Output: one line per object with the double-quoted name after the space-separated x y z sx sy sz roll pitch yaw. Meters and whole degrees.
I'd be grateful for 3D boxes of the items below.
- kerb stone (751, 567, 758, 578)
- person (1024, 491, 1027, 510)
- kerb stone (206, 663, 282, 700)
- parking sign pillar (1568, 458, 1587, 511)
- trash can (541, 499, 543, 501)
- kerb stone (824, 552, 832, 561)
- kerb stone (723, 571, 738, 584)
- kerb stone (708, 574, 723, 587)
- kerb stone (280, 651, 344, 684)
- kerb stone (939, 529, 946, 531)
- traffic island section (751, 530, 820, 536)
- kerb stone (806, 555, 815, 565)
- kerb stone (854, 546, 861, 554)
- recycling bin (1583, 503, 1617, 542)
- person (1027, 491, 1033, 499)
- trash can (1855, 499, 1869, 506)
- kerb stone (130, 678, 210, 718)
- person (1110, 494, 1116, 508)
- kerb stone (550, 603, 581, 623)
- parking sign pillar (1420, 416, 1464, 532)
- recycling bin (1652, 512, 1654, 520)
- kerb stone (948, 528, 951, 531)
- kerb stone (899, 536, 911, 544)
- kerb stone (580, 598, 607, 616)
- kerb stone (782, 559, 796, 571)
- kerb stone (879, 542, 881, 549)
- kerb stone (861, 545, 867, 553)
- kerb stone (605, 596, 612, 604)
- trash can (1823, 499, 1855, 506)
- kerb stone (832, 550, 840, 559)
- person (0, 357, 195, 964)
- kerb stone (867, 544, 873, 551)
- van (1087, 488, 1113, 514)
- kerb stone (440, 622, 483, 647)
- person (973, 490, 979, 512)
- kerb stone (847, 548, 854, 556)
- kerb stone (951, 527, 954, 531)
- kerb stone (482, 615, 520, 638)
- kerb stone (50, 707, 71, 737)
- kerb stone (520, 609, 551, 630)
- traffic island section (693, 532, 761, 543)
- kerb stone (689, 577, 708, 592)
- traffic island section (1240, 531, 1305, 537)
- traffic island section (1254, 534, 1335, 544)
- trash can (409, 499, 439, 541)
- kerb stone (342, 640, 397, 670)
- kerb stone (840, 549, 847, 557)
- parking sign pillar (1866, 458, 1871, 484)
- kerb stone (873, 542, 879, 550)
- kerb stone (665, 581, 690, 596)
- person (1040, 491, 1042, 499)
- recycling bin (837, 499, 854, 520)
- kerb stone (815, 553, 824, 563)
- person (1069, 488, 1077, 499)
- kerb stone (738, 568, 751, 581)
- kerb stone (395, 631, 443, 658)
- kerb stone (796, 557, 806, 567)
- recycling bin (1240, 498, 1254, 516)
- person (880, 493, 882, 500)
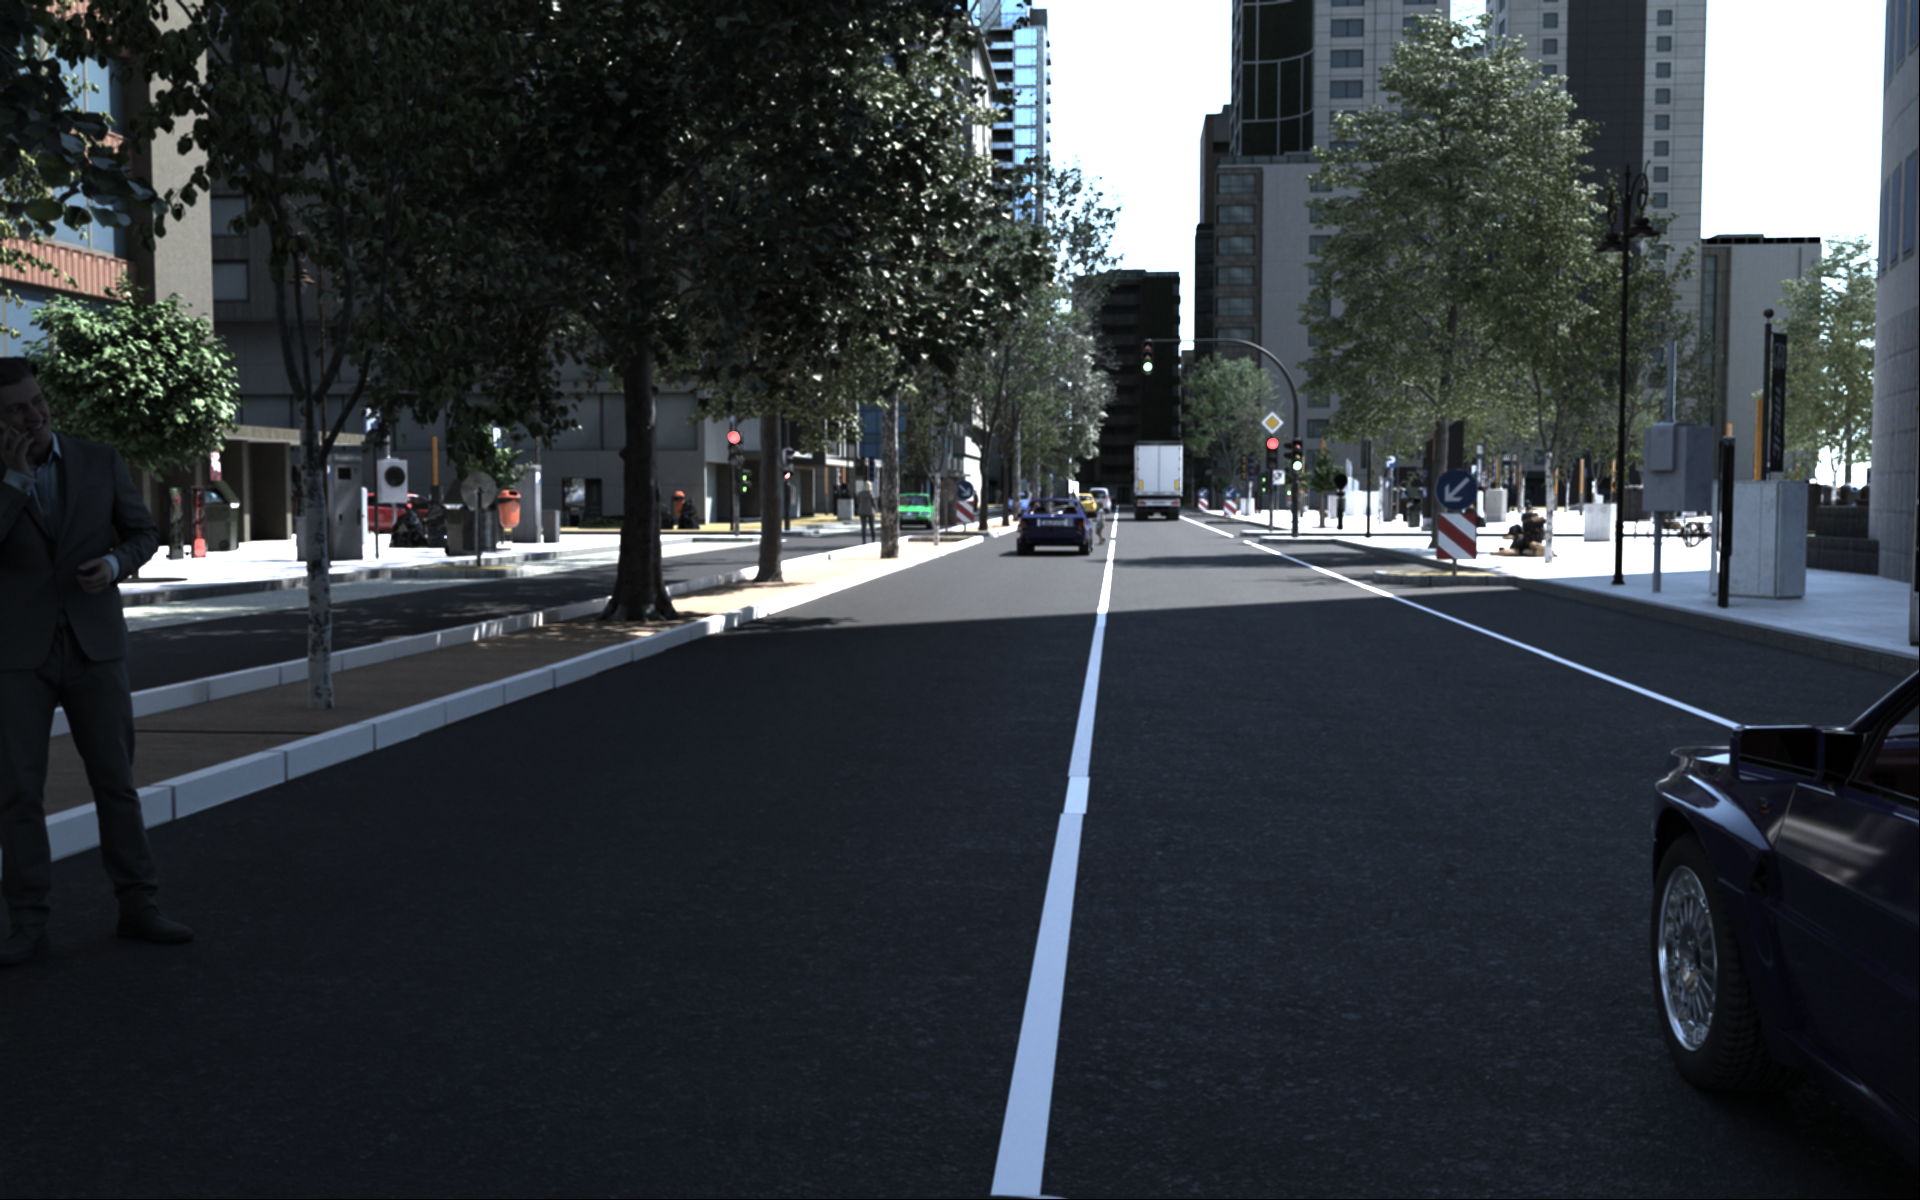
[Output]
-3.582 -0.465 29.797 0.120 0.150 1.000 0 4 5 "kerb stone"
5.822 -9.026 156.752 0.721 1.739 1.217 0 4 -2 "person"
-5.184 0.598 12.425 0.120 0.150 1.000 0 4 5 "kerb stone"
46.478 -8.664 130.135 1.447 3.967 1.447 -1 4 -21 "parking sign pillar"
-12.220 -2.300 49.254 0.748 1.137 0.748 0 3 0 "trash can"
-2.929 -0.901 36.931 0.120 0.150 1.000 0 4 5 "kerb stone"
-3.760 -0.339 27.736 0.120 0.150 1.000 0 4 5 "kerb stone"
-3.862 -0.276 26.720 0.120 0.150 1.000 0 4 5 "kerb stone"
-5.084 0.538 13.445 0.120 0.150 1.000 0 4 5 "kerb stone"
-0.619 -2.431 61.935 0.120 0.150 1.000 0 4 5 "kerb stone"
-6.036 -2.329 60.353 2.009 0.180 2.903 0 4 5 "traffic island section"
-3.120 -0.777 34.896 0.120 0.150 1.000 0 4 5 "kerb stone"
-2.549 -1.152 41.027 0.120 0.150 1.000 0 4 5 "kerb stone"
17.261 -2.087 46.680 0.722 1.027 0.722 2 4 34 "recycling bin"
8.049 -11.645 198.880 0.705 1.826 1.348 2 4 31 "person"
26.010 -2.323 49.637 0.748 1.137 0.748 0 3 0 "trash can"
-5.276 0.661 11.400 0.120 0.150 1.000 0 4 5 "kerb stone"
15.722 -10.180 178.169 0.697 1.427 0.421 2 4 26 "person"
-4.520 0.161 19.557 0.120 0.150 1.000 0 4 5 "kerb stone"
16.631 -4.355 59.675 1.447 3.967 1.447 -1 4 -10 "parking sign pillar"
34.615 -4.450 85.313 0.722 1.027 0.722 -3 4 -37 "recycling bin"
-0.535 -2.493 62.953 0.120 0.150 1.000 0 4 5 "kerb stone"
-1.619 -1.776 51.227 0.120 0.150 1.000 0 4 5 "kerb stone"
-4.436 0.100 20.582 0.120 0.150 1.000 0 4 5 "kerb stone"
-3.303 -0.652 32.858 0.120 0.150 1.000 0 4 5 "kerb stone"
-2.171 -1.401 45.105 0.120 0.150 1.000 0 4 5 "kerb stone"
-2.451 -1.214 42.046 0.120 0.150 1.000 0 4 5 "kerb stone"
-4.340 0.039 21.607 0.120 0.150 1.000 0 4 5 "kerb stone"
20.847 -1.825 41.492 0.748 1.137 0.748 0 3 0 "trash can"
-2.827 -0.962 37.948 0.120 0.150 1.000 0 4 5 "kerb stone"
-2.761 0.179 5.373 0.655 1.846 0.447 -2 4 -35 "person"
-2.365 -1.276 43.064 0.120 0.150 1.000 0 4 5 "kerb stone"
10.230 -7.356 127.280 2.013 2.044 4.112 0 4 7 "van"
-4.809 0.348 16.505 0.120 0.150 1.000 0 4 5 "kerb stone"
1.316 -8.014 140.086 0.434 1.755 0.990 2 4 24 "person"
-2.641 -1.088 40.003 0.120 0.150 1.000 0 4 5 "kerb stone"
-0.437 -2.555 63.971 0.120 0.150 1.000 0 4 5 "kerb stone"
-4.714 0.286 17.522 0.120 0.150 1.000 0 4 5 "kerb stone"
-5.368 0.723 10.372 0.120 0.150 1.000 0 4 5 "kerb stone"
-4.624 0.227 18.541 0.120 0.150 1.000 0 4 5 "kerb stone"
-6.768 -1.842 52.401 2.009 0.180 2.903 0 4 5 "traffic island section"
-3.956 -0.214 25.688 0.120 0.150 1.000 0 4 5 "kerb stone"
10.585 -2.235 58.824 2.009 0.180 2.903 0 4 5 "traffic island section"
9.853 -1.749 50.872 2.009 0.180 2.903 0 4 5 "traffic island section"
-14.250 -2.106 46.081 0.748 1.137 0.748 0 3 0 "trash can"
-4.988 0.474 14.462 0.120 0.150 1.000 0 4 5 "kerb stone"
-2.747 -1.027 38.983 0.120 0.150 1.000 0 4 5 "kerb stone"
65.744 -8.333 124.714 1.447 3.967 1.447 0 4 3 "parking sign pillar"
-2.263 -1.339 44.087 0.120 0.150 1.000 0 4 5 "kerb stone"
-4.058 -0.146 24.664 0.120 0.150 1.000 0 4 5 "kerb stone"
8.027 -10.085 174.208 0.721 1.723 1.217 3 5 42 "person"
-5.630 -4.437 85.106 0.722 1.027 0.722 0 4 5 "recycling bin"
-3.017 -0.839 35.913 0.120 0.150 1.000 0 4 5 "kerb stone"
6.727 -5.769 102.909 0.616 1.811 0.778 2 4 29 "person"
-3.678 -0.399 28.780 0.120 0.150 1.000 0 4 5 "kerb stone"
-4.901 0.410 15.485 0.120 0.150 1.000 0 4 5 "kerb stone"
-3.203 -0.715 33.878 0.120 0.150 1.000 0 4 5 "kerb stone"
17.014 -5.510 102.640 0.722 1.027 0.722 1 4 19 "recycling bin"
-3.480 -4.414 80.939 0.520 1.790 0.573 1 4 14 "person"
